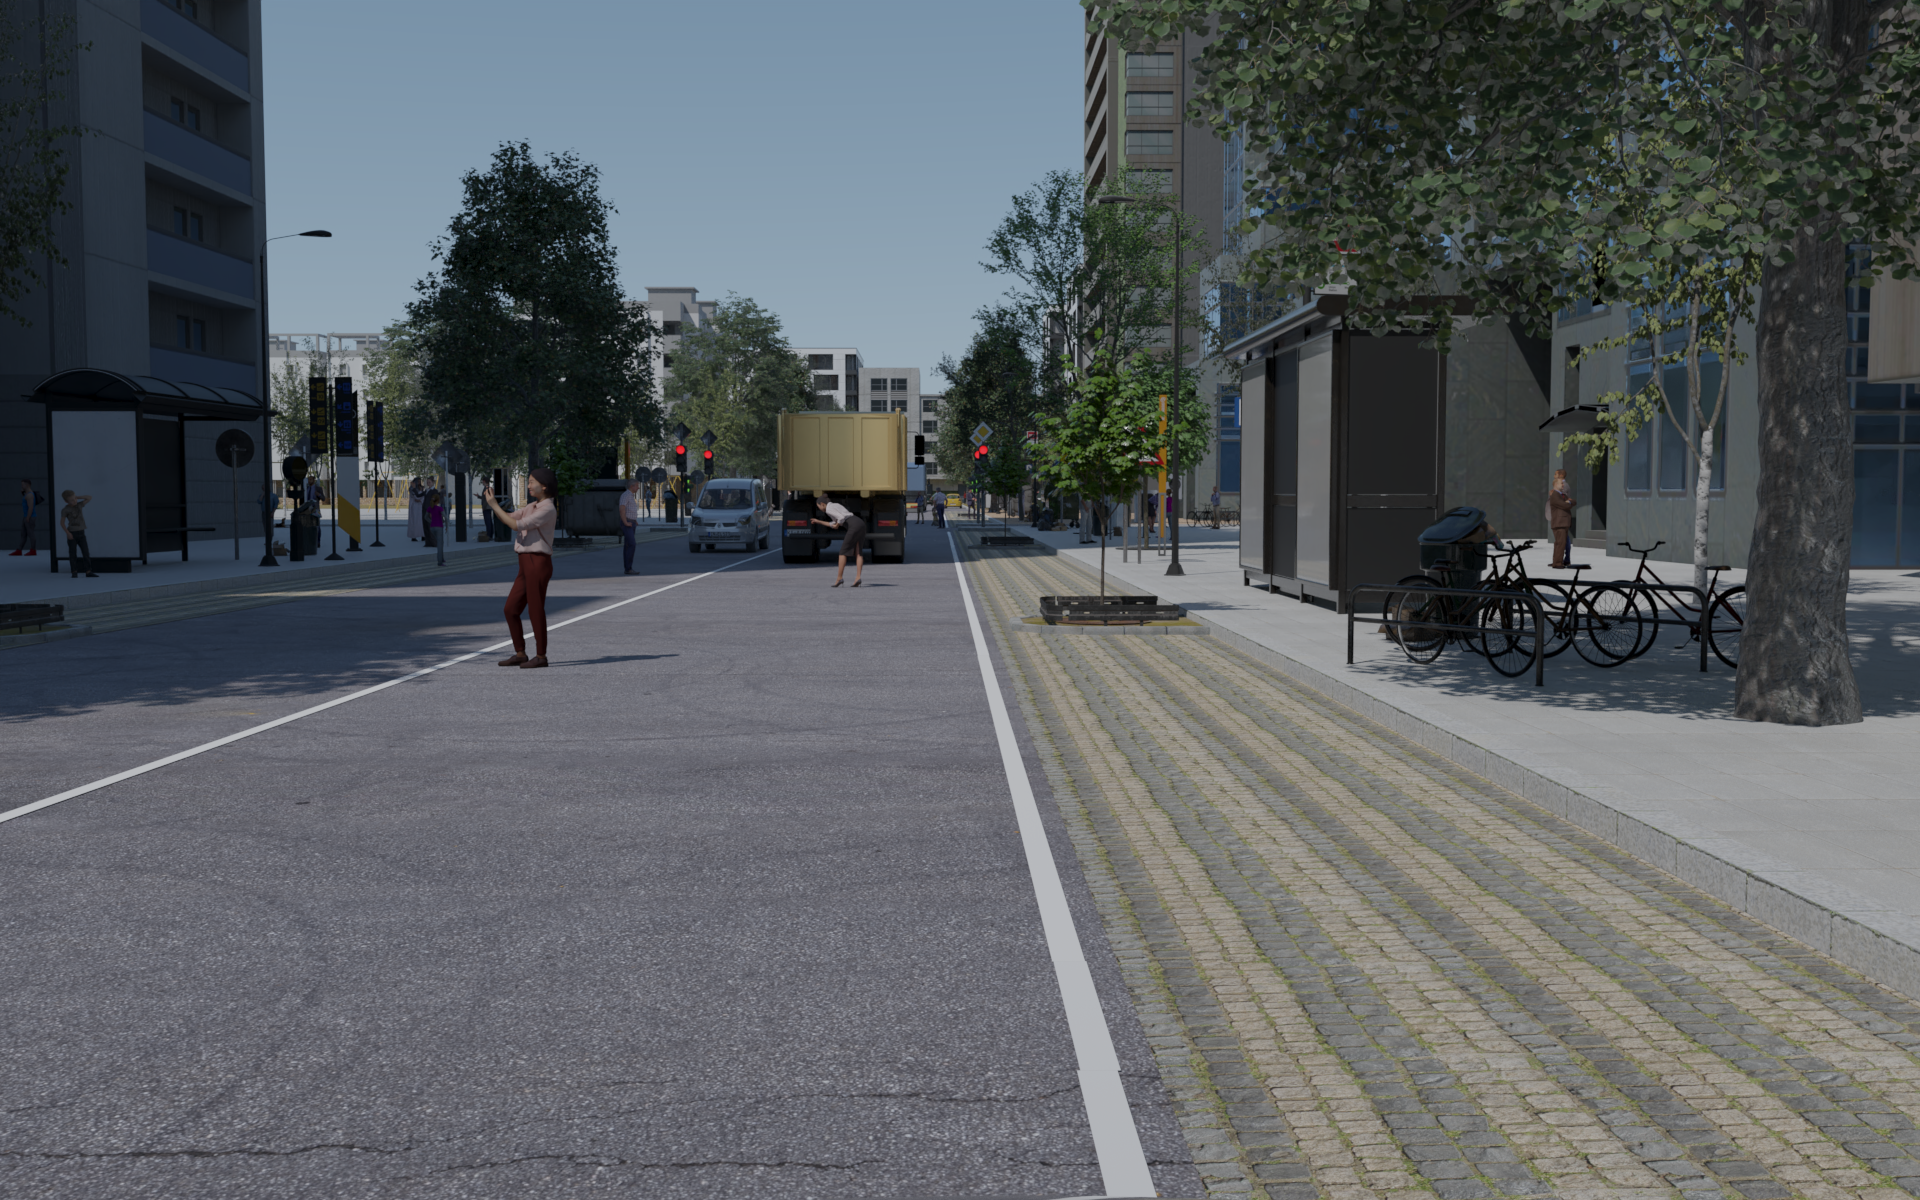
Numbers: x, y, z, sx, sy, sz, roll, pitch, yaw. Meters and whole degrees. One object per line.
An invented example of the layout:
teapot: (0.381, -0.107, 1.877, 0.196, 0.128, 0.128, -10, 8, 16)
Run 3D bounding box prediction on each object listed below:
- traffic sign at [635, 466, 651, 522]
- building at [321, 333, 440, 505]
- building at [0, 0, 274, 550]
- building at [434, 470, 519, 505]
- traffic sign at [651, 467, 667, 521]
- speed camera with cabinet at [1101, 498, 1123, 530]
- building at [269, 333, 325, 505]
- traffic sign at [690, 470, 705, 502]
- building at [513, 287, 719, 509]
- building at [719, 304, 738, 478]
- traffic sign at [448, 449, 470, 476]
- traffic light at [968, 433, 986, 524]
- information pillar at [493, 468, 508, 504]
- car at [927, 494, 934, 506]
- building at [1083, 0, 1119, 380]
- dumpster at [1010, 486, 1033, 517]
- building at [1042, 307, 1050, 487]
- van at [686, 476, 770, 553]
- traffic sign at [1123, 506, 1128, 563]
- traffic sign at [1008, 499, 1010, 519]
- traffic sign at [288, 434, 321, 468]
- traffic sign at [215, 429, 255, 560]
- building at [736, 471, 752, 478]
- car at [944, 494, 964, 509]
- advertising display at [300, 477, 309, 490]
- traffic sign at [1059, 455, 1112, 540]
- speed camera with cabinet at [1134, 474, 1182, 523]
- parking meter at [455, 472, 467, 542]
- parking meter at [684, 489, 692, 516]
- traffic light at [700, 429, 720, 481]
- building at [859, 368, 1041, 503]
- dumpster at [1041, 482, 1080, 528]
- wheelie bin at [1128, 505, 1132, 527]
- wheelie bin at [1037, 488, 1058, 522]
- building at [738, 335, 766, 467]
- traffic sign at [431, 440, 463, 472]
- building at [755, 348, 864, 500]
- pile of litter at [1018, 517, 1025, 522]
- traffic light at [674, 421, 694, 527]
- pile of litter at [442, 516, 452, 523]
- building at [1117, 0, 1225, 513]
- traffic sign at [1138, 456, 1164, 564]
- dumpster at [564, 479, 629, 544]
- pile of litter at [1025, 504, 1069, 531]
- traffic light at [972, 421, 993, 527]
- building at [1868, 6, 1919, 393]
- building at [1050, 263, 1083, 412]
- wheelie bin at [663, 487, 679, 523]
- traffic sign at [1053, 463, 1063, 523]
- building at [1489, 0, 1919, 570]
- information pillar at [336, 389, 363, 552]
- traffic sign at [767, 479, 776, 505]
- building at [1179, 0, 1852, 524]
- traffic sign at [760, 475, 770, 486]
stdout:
traffic sign: (-14.483, -4.836, 79.175, 0.768, 2.556, 0.104, 0, 4, 6)
building: (-68.227, -21.601, 209.597, 11.380, 20.091, 16.016, 0, 4, -1)
building: (-34.808, -30.840, 46.237, 28.212, 58.520, 21.231, 0, 4, -1)
building: (-61.795, -18.623, 246.626, 28.070, 9.664, 9.099, 0, 4, -1)
traffic sign: (-14.119, -4.966, 81.302, 0.768, 2.556, 0.104, 0, 4, 0)
speed camera with cabinet: (5.241, -4.087, 61.150, 0.660, 3.252, 2.038, 1, 4, 20)
building: (-80.270, -21.624, 209.970, 11.380, 20.091, 16.016, 0, 4, -1)
traffic sign: (-13.760, -5.543, 90.728, 0.768, 2.556, 0.104, 0, 4, 1)
building: (-30.771, -18.319, 155.932, 16.016, 20.091, 11.380, 0, 4, -1)
building: (-30.430, -19.014, 167.296, 16.016, 20.091, 11.380, 0, 4, -1)
traffic sign: (-14.099, -2.961, 48.526, 0.768, 2.556, 0.104, 0, 4, 1)
traffic light: (0.777, -5.265, 75.006, 0.839, 4.253, 0.868, 0, 4, -1)
information pillar: (-12.726, -2.662, 48.010, 0.304, 2.012, 0.304, 1, 4, 13)
car: (-4.140, -12.267, 210.356, 2.009, 1.686, 4.222, 0, 4, -2)
building: (21.414, -31.498, 138.693, 21.300, 48.544, 21.600, 0, 4, -1)
dumpster: (3.475, -5.582, 97.022, 1.264, 1.857, 1.865, 0, 4, -1)
building: (23.380, -21.928, 202.493, 27.936, 21.610, 32.646, 0, 4, -1)
van: (-5.808, -2.247, 43.749, 2.013, 2.044, 4.112, 0, 3, 0)
traffic sign: (3.089, -1.968, 32.281, 0.768, 2.556, 0.104, 0, 4, 4)
traffic sign: (2.583, -5.549, 90.832, 0.768, 2.556, 0.104, 0, 4, 1)
traffic sign: (-14.404, -2.347, 38.104, 0.795, 2.593, 0.064, 0, 4, 6)
traffic sign: (-14.108, -2.056, 33.721, 0.768, 2.556, 0.104, 0, 4, 0)
building: (-26.935, -15.040, 188.052, 9.099, 9.664, 28.070, 0, 4, -1)
car: (-0.646, -9.866, 171.528, 2.015, 1.641, 3.980, 0, 4, 1)
advertising display: (-24.983, -3.732, 66.229, 0.123, 1.923, 0.974, 0, 4, -2)
traffic sign: (3.872, -3.321, 48.174, 2.265, 3.308, 0.079, 0, 4, 1)
speed camera with cabinet: (8.809, -5.056, 77.008, 2.038, 3.252, 0.660, 0, 4, -4)
parking meter: (-13.377, -2.489, 46.403, 0.255, 1.863, 0.399, -1, 4, -9)
parking meter: (-15.845, -5.816, 100.795, 0.399, 1.863, 0.255, 1, 4, 9)
traffic light: (-10.823, -5.255, 74.843, 0.839, 4.253, 0.868, 0, 4, -1)
building: (1.520, -23.498, 250.652, 31.486, 18.905, 16.747, 0, 4, -1)
dumpster: (3.854, -3.844, 65.345, 1.502, 2.255, 1.985, 0, 4, -1)
wheelie bin: (6.395, -3.645, 67.504, 0.693, 1.594, 0.980, 1, 4, 13)
wheelie bin: (4.093, -4.284, 77.955, 0.980, 1.594, 0.693, 1, 4, 12)
building: (-28.466, -21.670, 210.724, 11.380, 20.091, 16.016, 0, 4, -1)
traffic sign: (-12.483, -2.593, 42.126, 0.795, 2.593, 0.064, 0, 4, 1)
building: (-30.909, -25.169, 255.480, 32.646, 21.610, 27.936, 0, 4, -1)
pile of litter: (3.440, -4.026, 79.785, 1.719, 0.858, 1.176, 1, 4, 17)
traffic light: (-10.722, -4.767, 66.859, 0.839, 4.253, 0.868, 0, 4, -1)
pile of litter: (-23.095, -3.771, 75.617, 1.719, 0.858, 1.176, 1, 4, 9)
building: (17.851, -26.756, 121.060, 14.154, 41.232, 14.086, 0, 4, -1)
traffic sign: (3.289, -1.938, 31.696, 0.884, 2.594, 0.081, 0, 4, 1)
dumpster: (-10.418, -2.546, 49.837, 1.865, 1.857, 1.264, 0, 4, -1)
pile of litter: (3.304, -2.840, 60.403, 1.176, 0.858, 1.719, 2, 4, 34)
traffic light: (0.879, -4.777, 67.022, 0.839, 4.253, 0.868, 0, 4, -1)
building: (19.415, -20.553, 19.636, 14.154, 41.232, 14.086, 0, 4, -1)
building: (24.164, -19.935, 169.915, 27.936, 21.610, 32.646, 0, 4, -1)
wheelie bin: (-12.957, -4.265, 77.641, 0.693, 1.594, 0.980, -1, 4, -10)
traffic sign: (3.713, -3.857, 63.176, 0.768, 2.556, 0.104, 0, 4, 6)
building: (22.342, -44.583, 41.606, 22.319, 86.520, 31.000, 0, 4, -1)
information pillar: (-13.637, -2.892, 38.632, 0.504, 3.616, 0.183, -2, 4, -27)
traffic sign: (-13.076, -7.207, 119.964, 0.606, 2.300, 0.079, 0, 3, 0)
building: (26.798, -47.661, 91.927, 31.000, 86.520, 22.319, 0, 4, -1)
traffic sign: (-13.562, -7.339, 119.719, 0.795, 2.593, 0.064, 0, 4, 5)
